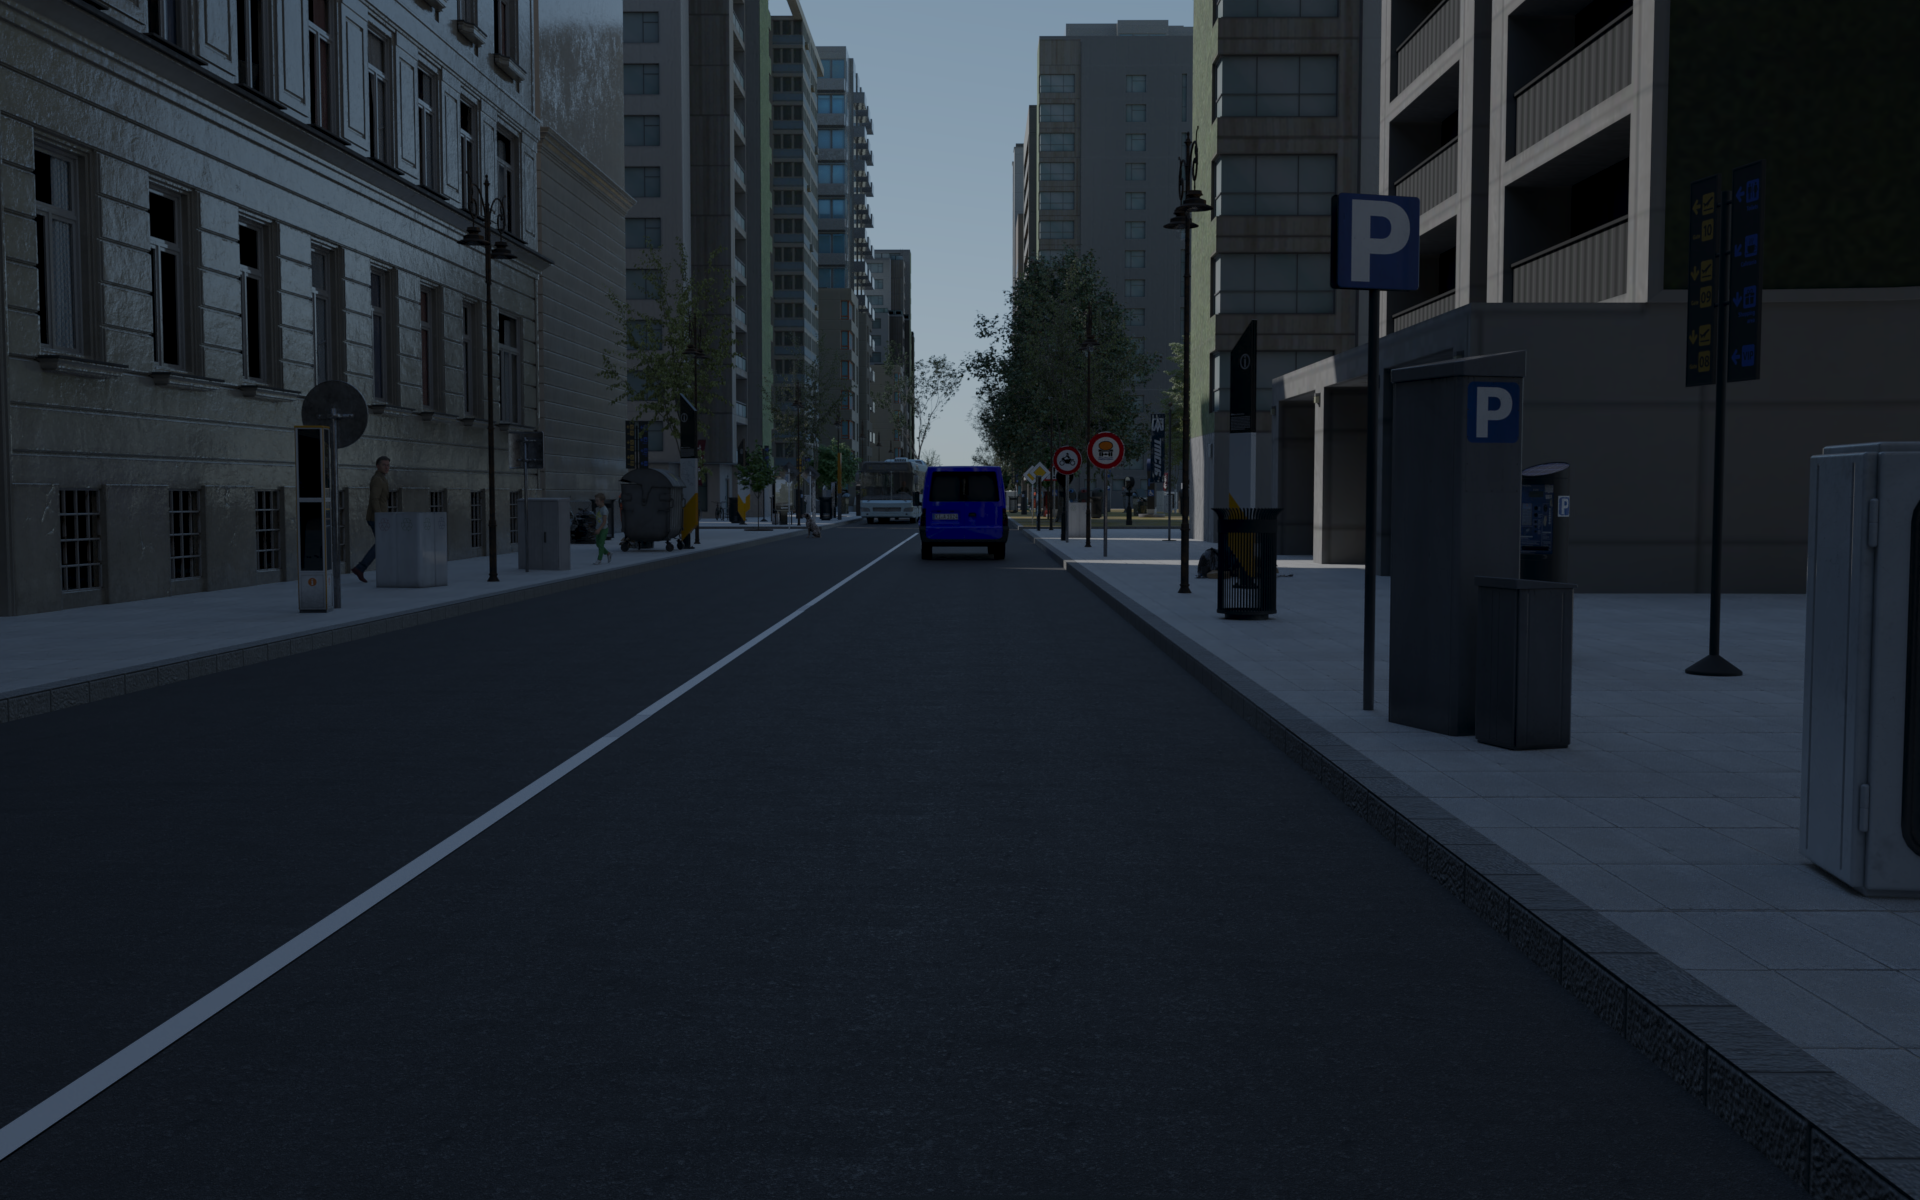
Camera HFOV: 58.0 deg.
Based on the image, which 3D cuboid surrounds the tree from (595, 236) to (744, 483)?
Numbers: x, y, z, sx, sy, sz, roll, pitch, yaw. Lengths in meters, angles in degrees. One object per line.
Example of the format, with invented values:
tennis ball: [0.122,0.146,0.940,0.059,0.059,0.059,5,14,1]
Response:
tree: [-7.871,-6.016,48.732,4.737,8.622,4.395,0,3,0]

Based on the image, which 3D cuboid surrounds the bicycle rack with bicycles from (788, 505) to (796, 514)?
bicycle rack with bicycles: [-11.751,-5.832,108.742,2.925,0.926,2.852,-1,4,-10]

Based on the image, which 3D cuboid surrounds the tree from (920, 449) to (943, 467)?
tree: [-5.049,-20.336,282.860,4.360,8.622,3.978,0,3,0]

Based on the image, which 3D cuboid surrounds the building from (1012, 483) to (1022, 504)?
building: [21.389,-24.595,247.174,27.650,21.520,28.899,0,4,1]

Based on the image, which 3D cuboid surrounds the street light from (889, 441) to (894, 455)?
street light: [-5.868,-10.673,147.298,0.468,5.910,1.993,0,4,1]

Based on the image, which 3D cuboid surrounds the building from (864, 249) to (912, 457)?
building: [-15.158,-36.571,281.526,14.154,41.232,14.086,0,4,1]

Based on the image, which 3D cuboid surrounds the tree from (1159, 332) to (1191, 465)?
tree: [15.710,-11.617,108.066,7.486,12.596,7.792,0,3,0]

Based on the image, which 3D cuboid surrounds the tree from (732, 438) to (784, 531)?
tree: [-7.166,-4.023,60.384,1.663,3.219,1.824,0,3,0]

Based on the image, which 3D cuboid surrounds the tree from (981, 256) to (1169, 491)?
tree: [3.450,-6.318,53.661,4.360,8.622,3.978,0,3,0]

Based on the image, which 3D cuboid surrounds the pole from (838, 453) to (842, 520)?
pole: [-5.967,-5.629,85.875,0.158,3.312,0.155,0,3,0]

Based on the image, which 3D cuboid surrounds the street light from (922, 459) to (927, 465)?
street light: [-5.000,-15.749,230.288,0.468,5.910,1.993,0,4,1]

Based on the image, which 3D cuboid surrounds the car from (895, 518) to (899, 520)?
car: [-2.840,-5.392,97.756,1.945,1.707,3.694,0,4,-1]

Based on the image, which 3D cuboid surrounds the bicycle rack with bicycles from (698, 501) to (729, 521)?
bicycle rack with bicycles: [-12.072,-4.307,83.803,2.852,0.926,2.925,0,3,0]

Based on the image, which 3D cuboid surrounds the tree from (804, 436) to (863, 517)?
tree: [-7.192,-7.021,98.512,4.285,4.588,4.351,0,3,0]

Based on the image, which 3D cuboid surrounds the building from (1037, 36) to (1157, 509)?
building: [13.966,-29.051,158.582,14.154,41.232,14.086,0,4,1]

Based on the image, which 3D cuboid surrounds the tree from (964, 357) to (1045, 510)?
tree: [5.014,-13.767,135.460,12.009,13.543,11.850,0,3,0]

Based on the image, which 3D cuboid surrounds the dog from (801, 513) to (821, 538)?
dog: [-4.784,-2.455,56.979,0.513,0.831,0.800,-3,5,-45]

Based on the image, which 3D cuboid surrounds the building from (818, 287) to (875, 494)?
building: [-22.793,-19.272,160.131,27.650,21.520,28.899,0,4,1]

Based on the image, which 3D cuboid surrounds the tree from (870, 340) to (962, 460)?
tree: [-6.423,-21.926,214.373,12.611,20.169,13.585,0,3,0]

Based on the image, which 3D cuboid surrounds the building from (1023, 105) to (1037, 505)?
building: [18.503,-35.647,206.528,21.300,48.544,21.600,0,4,1]

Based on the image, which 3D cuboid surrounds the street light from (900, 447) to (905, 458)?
street light: [-5.563,-11.869,166.848,0.468,5.910,1.993,0,4,1]

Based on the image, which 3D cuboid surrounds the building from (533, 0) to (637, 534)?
building: [-23.368,-15.615,52.561,25.104,27.353,12.463,0,4,1]

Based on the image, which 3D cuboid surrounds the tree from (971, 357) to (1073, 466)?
tree: [4.694,-10.549,106.881,8.767,10.594,7.601,2,4,23]

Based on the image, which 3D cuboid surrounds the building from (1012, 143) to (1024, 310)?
building: [19.231,-45.716,289.459,21.231,58.520,28.212,0,4,1]

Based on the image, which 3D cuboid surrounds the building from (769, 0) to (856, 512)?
building: [-23.470,-26.781,129.746,32.217,40.220,23.993,0,4,1]

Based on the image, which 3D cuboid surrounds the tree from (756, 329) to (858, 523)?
tree: [-6.701,-7.710,76.428,4.360,8.622,3.978,0,3,0]

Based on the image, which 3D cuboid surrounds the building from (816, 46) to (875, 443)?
building: [-20.918,-34.819,188.897,23.786,49.044,30.456,0,4,1]

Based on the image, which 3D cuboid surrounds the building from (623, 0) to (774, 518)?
building: [-17.902,-25.026,92.771,14.154,41.232,14.086,0,4,1]

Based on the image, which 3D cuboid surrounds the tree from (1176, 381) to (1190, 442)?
tree: [13.382,-8.460,88.680,4.737,8.622,4.395,0,3,0]

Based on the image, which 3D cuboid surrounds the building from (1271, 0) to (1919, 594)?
building: [16.766,-35.862,24.593,20.563,71.187,20.611,0,4,1]

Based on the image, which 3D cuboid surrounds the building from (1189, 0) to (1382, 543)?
building: [13.709,-22.461,50.837,14.154,41.232,14.086,0,4,1]

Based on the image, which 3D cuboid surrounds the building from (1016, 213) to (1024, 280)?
building: [15.670,-37.792,268.010,14.600,45.320,14.200,0,4,1]

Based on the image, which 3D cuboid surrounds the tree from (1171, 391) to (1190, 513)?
tree: [14.050,-10.051,114.701,4.360,8.622,3.978,0,3,0]

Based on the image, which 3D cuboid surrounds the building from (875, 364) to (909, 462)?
building: [-21.629,-24.561,246.608,27.650,21.520,28.899,0,4,1]

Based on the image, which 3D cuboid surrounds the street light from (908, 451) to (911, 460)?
street light: [-5.436,-13.066,186.419,0.468,5.910,1.993,0,4,1]

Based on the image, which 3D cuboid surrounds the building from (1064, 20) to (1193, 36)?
building: [19.828,-34.307,180.520,23.786,49.044,30.456,0,4,1]

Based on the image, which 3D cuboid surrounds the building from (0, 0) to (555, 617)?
building: [-17.093,-11.753,25.448,16.112,22.955,30.059,0,4,1]

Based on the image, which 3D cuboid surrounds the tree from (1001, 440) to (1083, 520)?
tree: [4.422,-6.370,87.858,4.285,4.588,4.351,0,3,0]

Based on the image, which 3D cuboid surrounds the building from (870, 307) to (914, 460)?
building: [-14.878,-30.339,267.737,14.160,30.474,14.107,0,4,1]

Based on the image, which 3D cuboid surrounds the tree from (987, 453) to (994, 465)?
tree: [5.949,-20.965,293.139,4.737,8.622,4.395,0,3,0]

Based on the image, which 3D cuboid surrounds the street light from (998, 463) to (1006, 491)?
street light: [4.424,-12.766,181.519,0.468,5.910,1.993,0,4,1]

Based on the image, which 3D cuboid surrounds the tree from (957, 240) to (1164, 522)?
tree: [4.705,-9.902,78.898,9.611,12.733,9.660,0,3,0]
